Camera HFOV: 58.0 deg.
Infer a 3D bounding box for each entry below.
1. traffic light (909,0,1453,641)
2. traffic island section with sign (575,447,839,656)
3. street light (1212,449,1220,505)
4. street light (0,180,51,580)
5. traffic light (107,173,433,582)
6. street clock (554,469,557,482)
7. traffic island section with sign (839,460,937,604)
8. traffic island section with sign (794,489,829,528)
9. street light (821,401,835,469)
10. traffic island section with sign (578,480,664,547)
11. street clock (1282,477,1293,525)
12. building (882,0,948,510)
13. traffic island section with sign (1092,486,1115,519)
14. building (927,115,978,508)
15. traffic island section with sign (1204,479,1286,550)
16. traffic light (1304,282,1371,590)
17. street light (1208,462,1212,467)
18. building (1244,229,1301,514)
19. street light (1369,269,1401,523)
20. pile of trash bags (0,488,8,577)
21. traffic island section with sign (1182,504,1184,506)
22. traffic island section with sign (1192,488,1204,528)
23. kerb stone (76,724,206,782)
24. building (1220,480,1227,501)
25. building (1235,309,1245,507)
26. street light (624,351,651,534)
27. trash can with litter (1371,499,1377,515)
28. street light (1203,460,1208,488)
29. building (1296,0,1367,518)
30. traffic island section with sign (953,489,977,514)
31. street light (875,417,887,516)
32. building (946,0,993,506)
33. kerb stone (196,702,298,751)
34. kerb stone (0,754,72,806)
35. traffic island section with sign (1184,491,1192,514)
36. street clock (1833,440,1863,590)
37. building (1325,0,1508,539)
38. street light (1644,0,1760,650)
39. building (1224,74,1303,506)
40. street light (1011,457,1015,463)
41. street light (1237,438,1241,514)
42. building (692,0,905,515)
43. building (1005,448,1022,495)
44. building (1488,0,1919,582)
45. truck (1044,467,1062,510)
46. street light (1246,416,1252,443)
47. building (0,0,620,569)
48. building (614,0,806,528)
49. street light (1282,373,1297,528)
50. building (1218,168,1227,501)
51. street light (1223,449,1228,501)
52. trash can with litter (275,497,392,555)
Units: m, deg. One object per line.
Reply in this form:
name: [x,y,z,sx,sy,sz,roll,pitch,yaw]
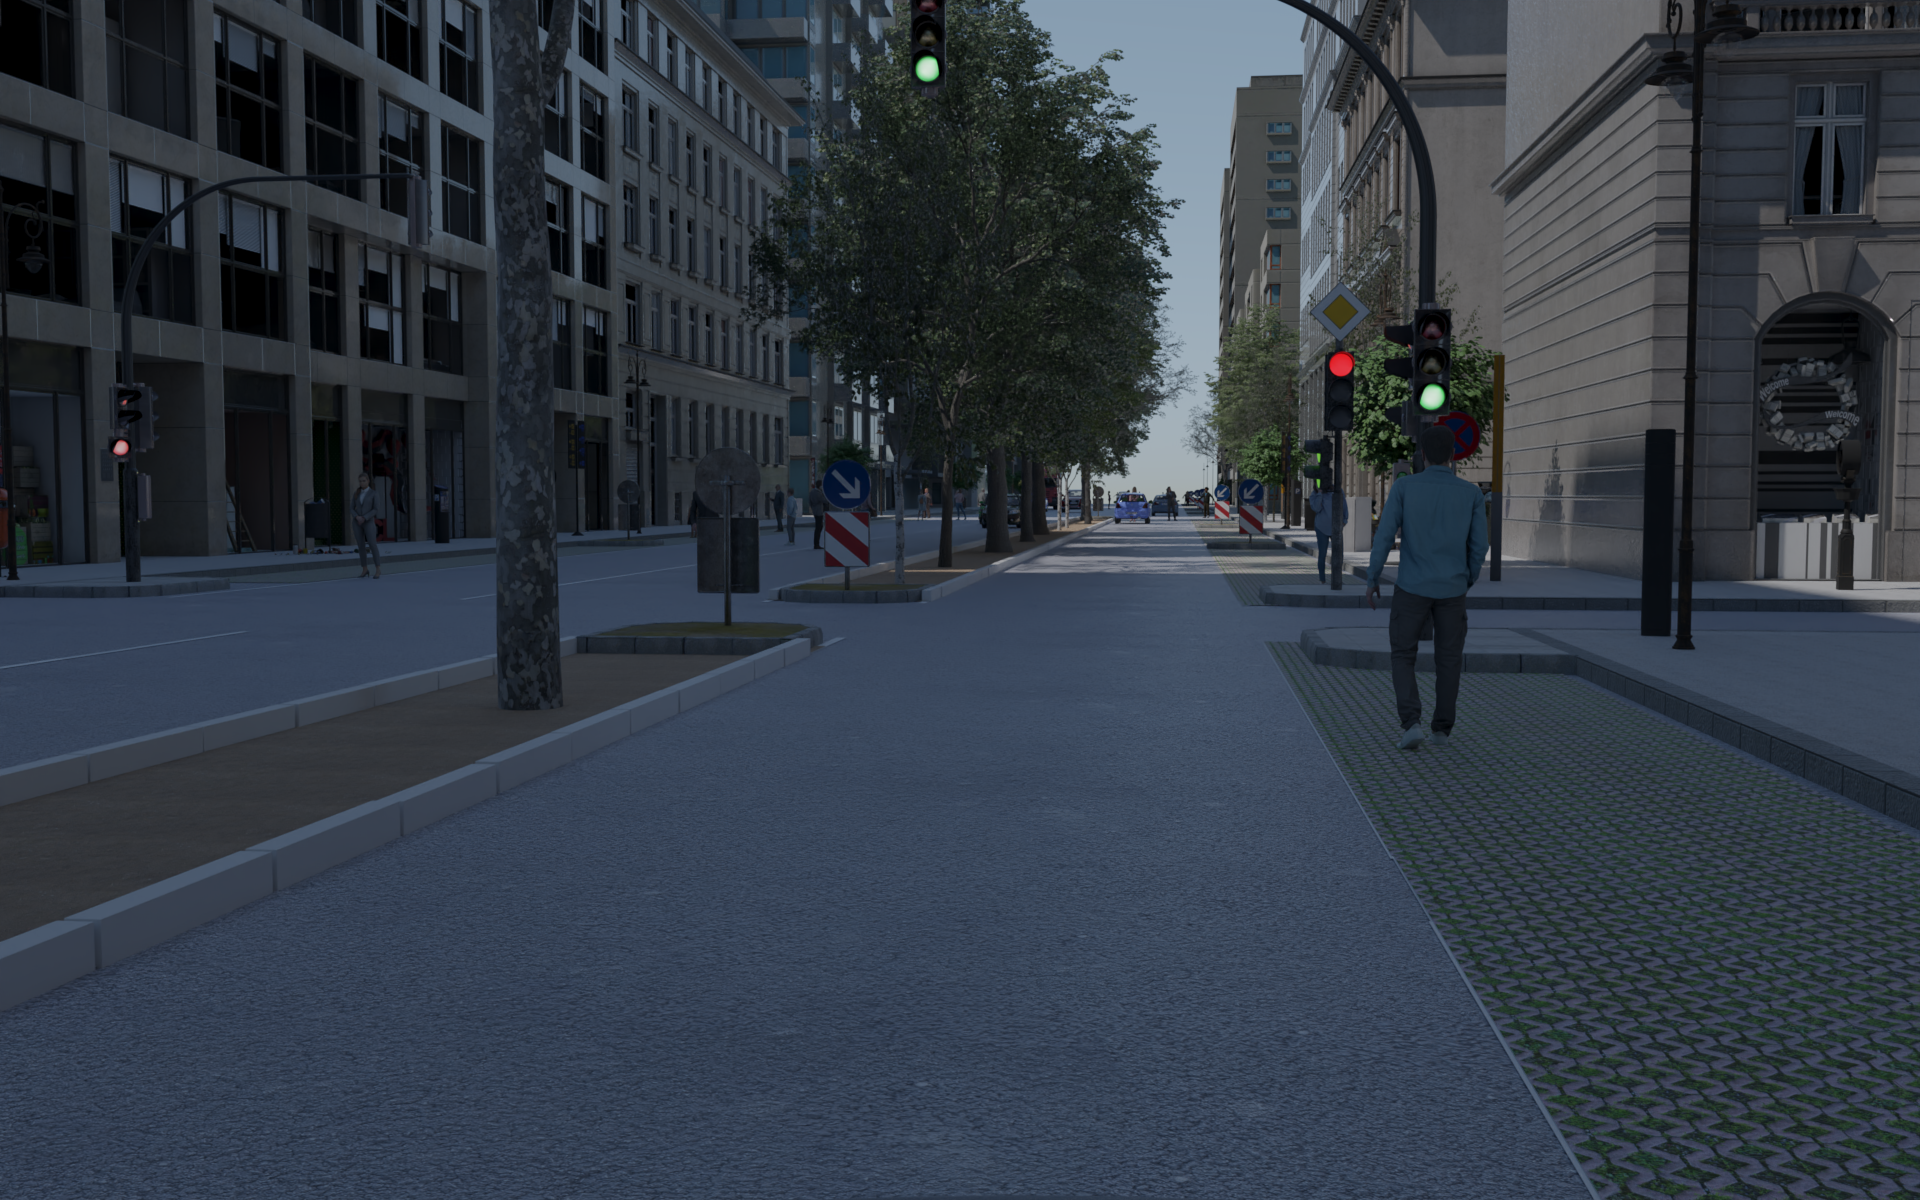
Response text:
traffic light: [1.953,-2.483,15.273,4.771,5.953,1.251,0,4,7]
traffic island section with sign: [-2.345,-0.499,16.301,2.006,1.907,1.989,0,4,7]
street light: [25.717,-12.247,173.033,0.468,5.910,1.993,0,4,7]
street light: [-14.135,-3.235,25.678,0.468,5.910,1.993,0,4,7]
traffic light: [-9.974,-3.076,24.954,4.771,5.953,1.251,0,4,7]
street clock: [-11.300,-2.631,47.589,0.471,2.002,0.358,3,5,43]
traffic island section with sign: [-1.424,-0.949,23.650,2.006,1.907,1.989,0,4,7]
traffic island section with sign: [-5.987,-4.040,74.674,1.989,1.847,2.006,0,4,7]
street light: [-6.547,-6.918,85.899,0.468,5.910,1.993,0,4,7]
traffic island section with sign: [-9.300,-2.403,47.923,1.989,1.847,2.006,0,4,7]
street clock: [13.624,-4.124,72.005,0.358,2.002,0.471,-2,4,-34]
building: [-15.679,-34.046,145.895,28.713,52.752,27.495,0,4,7]
traffic island section with sign: [7.809,-5.510,98.222,2.006,1.907,1.989,0,4,7]
building: [-6.052,-29.503,165.968,14.154,41.232,14.086,0,4,7]
traffic island section with sign: [7.493,-2.251,45.438,1.989,1.847,2.006,0,4,7]
traffic light: [5.022,-2.089,23.082,0.839,4.253,0.868,0,4,7]
street light: [28.567,-13.630,195.645,0.468,5.910,1.993,0,4,7]
building: [35.506,-17.181,125.949,27.650,21.520,28.899,0,4,7]
street light: [8.737,-3.849,35.719,0.468,5.910,1.993,0,4,7]
pile of trash bags: [-16.131,-1.002,26.137,3.447,1.369,1.912,-1,4,-14]
traffic island section with sign: [20.369,-8.603,149.281,1.989,1.847,2.006,0,4,7]
traffic island section with sign: [10.866,-3.919,72.710,1.989,1.847,2.006,0,4,7]
kerb stone: [-4.291,0.804,9.051,0.120,0.150,1.000,0,4,7]
building: [49.668,-32.302,220.020,32.217,40.220,23.993,0,4,7]
building: [39.125,-18.931,154.566,27.650,21.520,28.899,0,4,7]
street light: [-10.391,-5.085,55.921,0.468,5.910,1.993,0,4,7]
trash can with litter: [10.235,-2.011,44.269,0.624,1.170,1.055,-1,4,-9]
street light: [32.243,-15.479,225.867,0.468,5.910,1.993,0,4,7]
building: [22.541,-18.582,81.306,11.434,29.767,29.804,0,4,7]
traffic island section with sign: [0.175,-7.076,124.317,1.989,1.847,2.006,0,4,7]
street light: [-4.638,-7.899,101.936,0.468,5.910,1.993,0,4,7]
building: [-6.562,-54.283,200.202,22.319,86.520,31.000,0,4,7]
kerb stone: [-4.174,0.744,10.068,0.120,0.150,1.000,0,4,7]
kerb stone: [-4.412,0.866,8.031,0.120,0.150,1.000,0,4,7]
traffic island section with sign: [17.049,-6.967,122.530,1.989,1.847,2.006,0,4,7]
street clock: [11.847,-1.135,23.131,0.358,2.002,0.471,1,4,17]
building: [18.238,-11.793,57.444,10.561,19.102,19.286,0,4,7]
street light: [5.993,-2.531,14.165,0.468,5.910,1.993,0,4,7]
building: [41.634,-35.052,196.806,21.300,48.544,21.600,0,4,7]
street light: [5.673,-12.988,185.144,0.468,5.910,1.993,0,4,7]
street light: [18.255,-8.603,113.441,0.468,5.910,1.993,0,4,7]
building: [-16.760,-30.369,116.139,23.786,49.044,30.456,0,4,7]
building: [1.097,-33.020,223.465,14.154,41.232,14.086,0,4,7]
building: [22.202,-11.453,29.058,24.055,21.916,13.314,0,4,7]
truck: [8.044,-10.505,160.663,2.839,4.237,11.283,0,4,5]
street light: [15.999,-7.500,95.420,0.468,5.910,1.993,0,4,7]
building: [-23.762,-14.734,45.425,19.350,26.468,34.151,0,4,7]
building: [-17.870,-14.912,77.094,16.112,22.955,30.059,0,4,7]
street light: [12.427,-5.664,65.402,0.468,5.910,1.993,0,4,7]
building: [47.363,-37.876,242.978,21.300,48.544,21.600,0,4,7]
street light: [22.025,-10.432,143.350,0.468,5.910,1.993,0,4,7]
trash can with litter: [-13.400,-1.595,37.137,2.233,1.210,1.678,0,4,-7]
